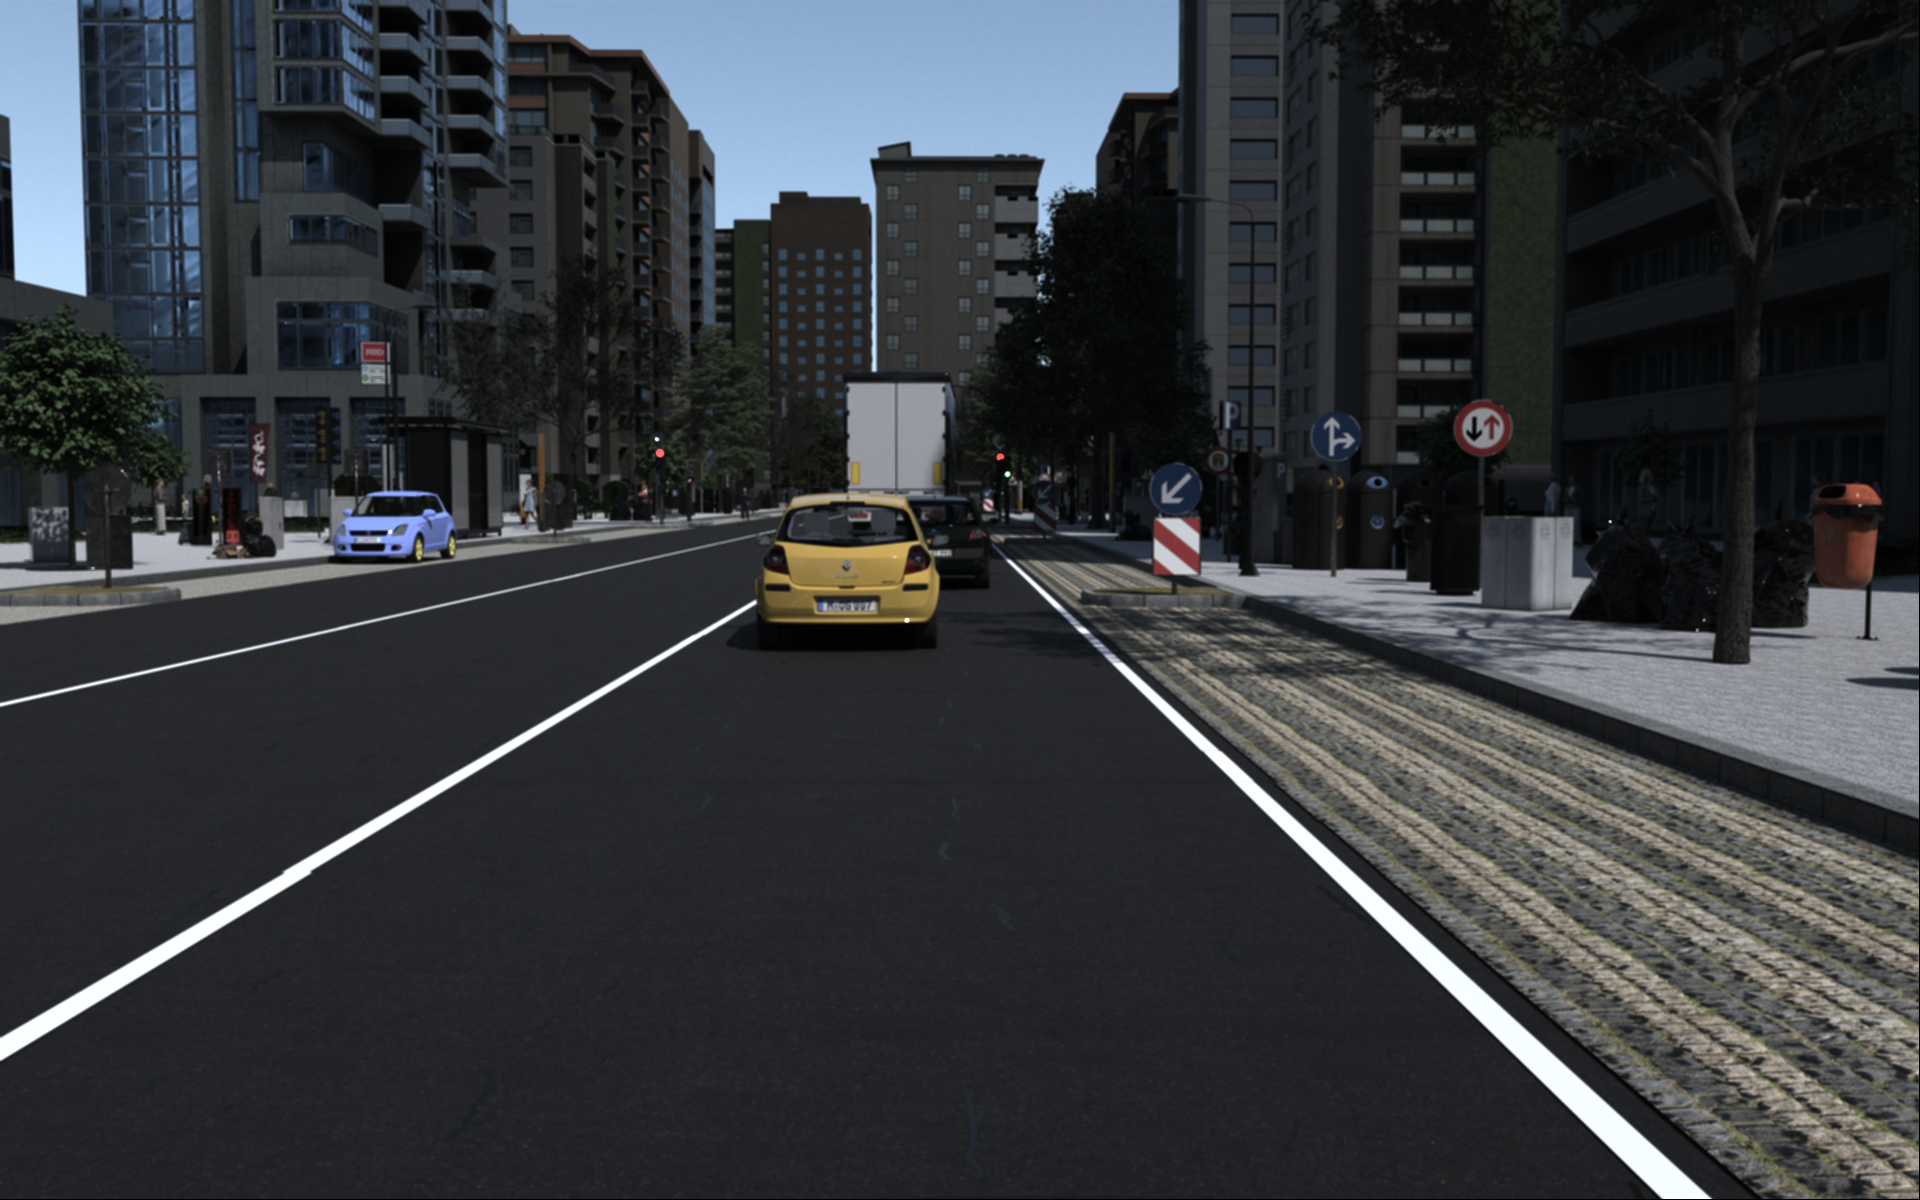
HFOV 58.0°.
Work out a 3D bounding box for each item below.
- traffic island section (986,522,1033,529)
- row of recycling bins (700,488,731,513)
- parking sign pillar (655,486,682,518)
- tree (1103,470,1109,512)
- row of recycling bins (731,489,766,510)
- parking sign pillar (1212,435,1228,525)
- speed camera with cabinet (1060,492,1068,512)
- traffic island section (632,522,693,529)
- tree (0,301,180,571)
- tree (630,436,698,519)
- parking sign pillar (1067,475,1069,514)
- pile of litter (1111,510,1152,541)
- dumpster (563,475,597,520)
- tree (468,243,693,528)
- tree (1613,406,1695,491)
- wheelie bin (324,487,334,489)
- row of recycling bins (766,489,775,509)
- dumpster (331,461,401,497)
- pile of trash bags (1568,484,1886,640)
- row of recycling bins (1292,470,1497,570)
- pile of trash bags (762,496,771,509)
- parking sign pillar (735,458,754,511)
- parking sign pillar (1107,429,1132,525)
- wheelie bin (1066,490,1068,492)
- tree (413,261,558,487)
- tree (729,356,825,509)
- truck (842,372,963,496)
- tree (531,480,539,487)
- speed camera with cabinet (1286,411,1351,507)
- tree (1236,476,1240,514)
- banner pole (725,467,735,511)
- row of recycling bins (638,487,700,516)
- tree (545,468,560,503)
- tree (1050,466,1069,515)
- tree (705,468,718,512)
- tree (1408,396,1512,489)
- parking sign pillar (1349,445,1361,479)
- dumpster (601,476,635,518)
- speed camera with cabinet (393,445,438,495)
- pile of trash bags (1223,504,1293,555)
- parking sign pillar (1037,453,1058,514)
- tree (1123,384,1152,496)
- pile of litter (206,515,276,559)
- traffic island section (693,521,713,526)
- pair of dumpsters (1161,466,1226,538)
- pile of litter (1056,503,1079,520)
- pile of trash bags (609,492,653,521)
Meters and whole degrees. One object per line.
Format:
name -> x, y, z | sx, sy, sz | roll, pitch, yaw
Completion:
traffic island section -> 1.981, -3.067, 72.432 | 2.009, 0.180, 2.903 | 0, 4, -1
row of recycling bins -> -17.877, -6.887, 119.720 | 3.534, 1.692, 1.069 | -1, 4, -16
parking sign pillar -> -15.941, -6.492, 94.616 | 1.447, 3.967, 1.447 | -3, 5, -43
tree -> 10.781, -7.802, 122.162 | 1.663, 3.219, 1.824 | 0, 3, 0
row of recycling bins -> -18.183, -8.358, 143.758 | 3.534, 1.692, 1.069 | 1, 4, 8
parking sign pillar -> 10.905, -5.146, 72.606 | 1.447, 3.967, 1.447 | 1, 4, 20
speed camera with cabinet -> 7.468, -7.566, 118.036 | 0.660, 3.252, 2.038 | -2, 4, -27
traffic island section -> -12.459, -3.057, 72.257 | 2.009, 0.180, 2.903 | 0, 4, -1
tree -> -15.063, -2.794, 29.403 | 4.285, 4.588, 4.351 | 0, 3, 0
tree -> -15.100, -6.401, 88.371 | 4.285, 4.588, 4.351 | 0, 3, 0
parking sign pillar -> 7.438, -7.314, 108.062 | 1.447, 3.967, 1.447 | 1, 4, 13
pile of litter -> 4.808, -2.068, 47.770 | 1.719, 0.858, 1.176 | 3, 5, 42
dumpster -> -19.153, -5.169, 87.010 | 1.502, 2.255, 1.985 | 0, 4, -1
tree -> -14.511, -7.970, 64.725 | 7.601, 10.594, 8.767 | 3, 5, 43
tree -> 15.250, -2.661, 38.105 | 1.663, 3.219, 1.824 | 0, 3, 0
wheelie bin -> -29.402, -4.461, 80.850 | 0.980, 1.594, 0.693 | -1, 4, -23
row of recycling bins -> -17.532, -8.812, 151.186 | 1.069, 1.692, 3.534 | 3, 4, 36
dumpster -> -17.480, -2.963, 50.937 | 1.502, 2.255, 1.985 | 0, 4, -1
pile of trash bags -> 7.449, -0.417, 16.566 | 1.912, 1.369, 3.447 | -1, 4, -14
row of recycling bins -> 7.442, -1.384, 29.747 | 3.534, 1.692, 1.069 | 0, 4, -8
pile of trash bags -> -16.955, -8.384, 146.833 | 1.912, 1.369, 3.447 | 0, 4, -2
parking sign pillar -> -15.918, -8.541, 128.117 | 1.447, 3.967, 1.447 | -1, 4, -16
parking sign pillar -> 6.697, -5.066, 71.305 | 1.447, 3.967, 1.447 | -1, 4, -10
wheelie bin -> 7.577, -6.955, 121.624 | 0.980, 1.594, 0.693 | 1, 4, 8
tree -> -15.240, -6.442, 55.686 | 4.360, 8.622, 3.978 | 0, 3, 0
tree -> -16.371, -14.887, 153.776 | 12.009, 13.543, 11.850 | 0, 3, 0
truck -> -1.389, -3.449, 45.302 | 2.839, 4.237, 11.283 | 0, 4, 1
tree -> -31.825, -8.060, 126.380 | 1.663, 3.219, 1.824 | 0, 3, 0
speed camera with cabinet -> 8.618, -2.911, 41.938 | 0.660, 3.252, 2.038 | -2, 4, -23
tree -> 18.141, -7.214, 112.548 | 1.663, 3.219, 1.824 | 0, 3, 0
banner pole -> -17.585, -8.692, 132.130 | 0.863, 3.779, 0.401 | -3, 4, -36
row of recycling bins -> -17.396, -5.829, 102.424 | 3.534, 1.692, 1.069 | -2, 4, -35
tree -> -30.661, -8.259, 129.641 | 1.663, 3.219, 1.824 | 0, 3, 0
tree -> 6.006, -6.745, 104.885 | 1.663, 3.219, 1.824 | 0, 3, 0
tree -> -18.441, -8.096, 126.965 | 1.663, 3.219, 1.824 | 0, 3, 0
tree -> 16.555, -4.526, 57.721 | 4.285, 4.588, 4.351 | 0, 3, 0
parking sign pillar -> 15.519, -4.917, 68.868 | 1.447, 3.967, 1.447 | 0, 4, -7
dumpster -> -18.196, -5.474, 91.997 | 1.502, 2.255, 1.985 | 0, 4, -1
speed camera with cabinet -> -22.264, -4.647, 70.320 | 2.038, 3.252, 0.660 | -1, 4, -12
pile of trash bags -> 7.336, -1.636, 36.507 | 3.447, 1.369, 1.912 | 0, 4, -2
parking sign pillar -> 5.742, -7.655, 113.625 | 1.447, 3.967, 1.447 | -1, 4, -8
tree -> 12.379, -10.102, 115.523 | 4.737, 8.622, 4.395 | 0, 3, 0
pile of litter -> -14.512, -1.280, 34.892 | 1.176, 0.858, 1.719 | 2, 4, 26
traffic island section -> -12.559, -3.545, 80.241 | 2.009, 0.180, 2.903 | 0, 4, -1
pair of dumpsters -> 6.890, -3.016, 51.802 | 1.574, 2.255, 4.437 | 0, 4, -1
pile of litter -> 5.223, -4.297, 84.225 | 1.176, 0.858, 1.719 | 0, 4, 0
pile of trash bags -> -15.756, -4.528, 83.791 | 1.912, 1.369, 3.447 | 0, 4, 4
